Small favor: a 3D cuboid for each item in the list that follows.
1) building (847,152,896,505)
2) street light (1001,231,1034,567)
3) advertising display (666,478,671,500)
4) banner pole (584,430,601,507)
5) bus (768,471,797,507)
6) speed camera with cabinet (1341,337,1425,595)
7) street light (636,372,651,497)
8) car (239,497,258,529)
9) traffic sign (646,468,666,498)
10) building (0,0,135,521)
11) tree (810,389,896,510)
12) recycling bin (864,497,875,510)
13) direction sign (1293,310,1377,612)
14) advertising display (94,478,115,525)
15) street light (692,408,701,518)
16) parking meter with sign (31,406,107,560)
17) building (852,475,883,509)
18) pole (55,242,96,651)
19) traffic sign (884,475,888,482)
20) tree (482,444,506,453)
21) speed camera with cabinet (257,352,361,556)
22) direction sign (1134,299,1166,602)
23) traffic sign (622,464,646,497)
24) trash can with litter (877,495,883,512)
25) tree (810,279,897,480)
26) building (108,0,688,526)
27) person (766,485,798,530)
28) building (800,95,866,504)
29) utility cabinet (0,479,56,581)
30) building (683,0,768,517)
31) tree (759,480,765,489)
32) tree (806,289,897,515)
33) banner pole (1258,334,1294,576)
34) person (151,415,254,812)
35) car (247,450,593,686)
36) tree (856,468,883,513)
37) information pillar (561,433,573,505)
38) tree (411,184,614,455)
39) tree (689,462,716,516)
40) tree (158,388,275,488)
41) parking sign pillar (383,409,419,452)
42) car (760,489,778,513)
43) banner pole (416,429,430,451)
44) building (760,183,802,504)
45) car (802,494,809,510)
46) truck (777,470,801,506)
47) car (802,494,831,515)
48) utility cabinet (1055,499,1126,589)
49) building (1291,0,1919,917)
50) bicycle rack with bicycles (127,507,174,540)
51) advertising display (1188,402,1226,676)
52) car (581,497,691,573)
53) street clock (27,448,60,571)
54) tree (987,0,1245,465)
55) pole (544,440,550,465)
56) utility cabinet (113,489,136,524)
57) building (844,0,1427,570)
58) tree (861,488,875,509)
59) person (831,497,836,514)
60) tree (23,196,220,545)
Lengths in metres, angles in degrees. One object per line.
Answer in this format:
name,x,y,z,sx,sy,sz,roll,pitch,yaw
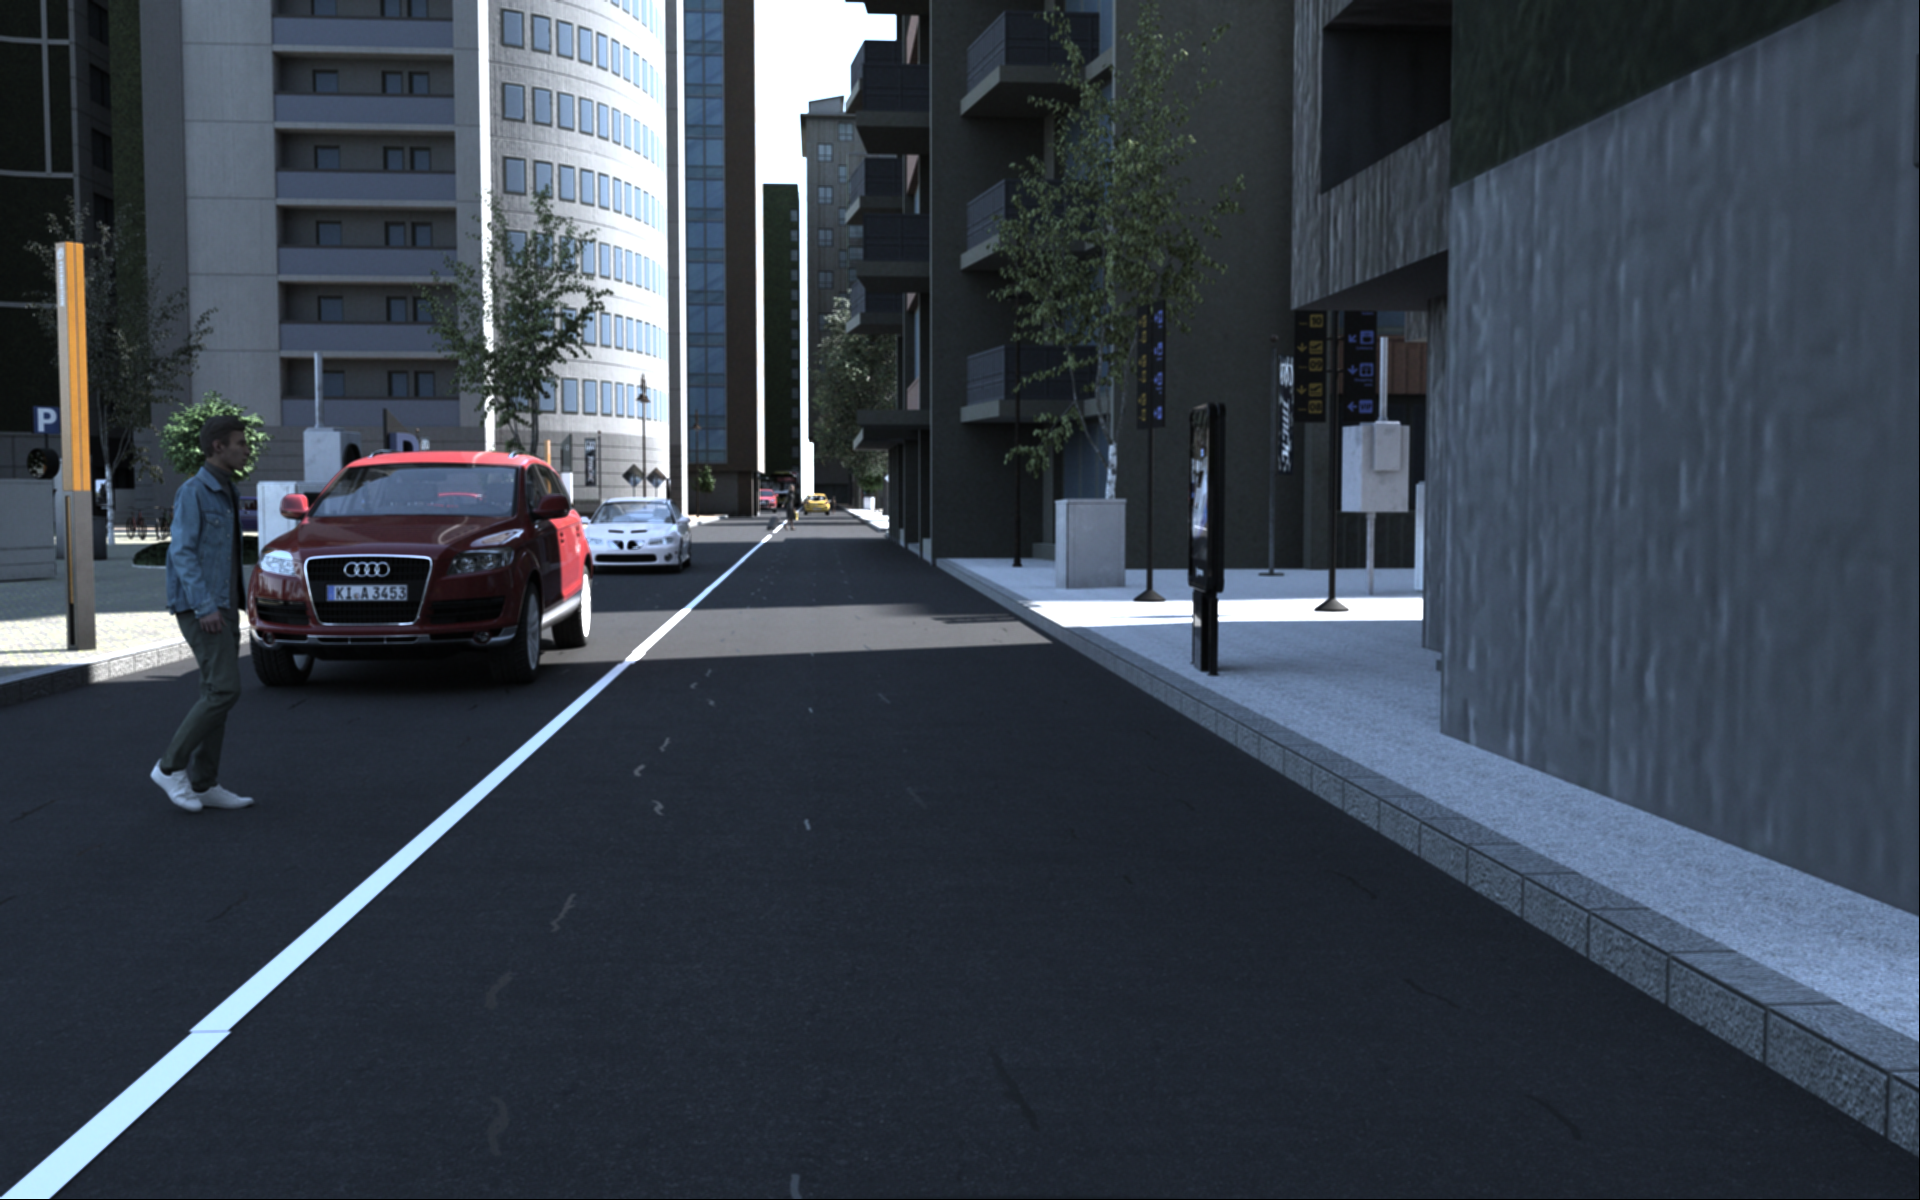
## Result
building,-6.650,-32.214,210.292,14.154,41.232,14.086,0,4,-5
street light,1.012,-3.525,30.428,0.468,5.910,1.993,0,4,-5
advertising display,-11.918,-4.013,70.825,0.123,1.923,0.974,0,4,-6
banner pole,-14.405,-4.786,68.275,0.863,3.779,0.401,1,4,13
bus,-19.334,-12.119,189.699,2.896,3.916,12.252,0,4,-4
speed camera with cabinet,5.953,-1.708,22.258,2.038,3.252,0.660,-1,4,-15
street light,-12.024,-5.696,65.923,0.468,5.910,1.993,0,4,-5
car,-24.886,-2.996,61.569,3.894,1.354,1.945,0,4,-3
traffic sign,-11.533,-3.800,65.773,0.795,2.450,0.064,0,4,-5
building,-47.032,-38.746,71.756,20.611,71.187,20.563,0,4,-5
tree,-8.408,-13.217,141.847,9.928,11.665,9.643,0,3,0
recycling bin,-7.264,-7.730,138.932,0.722,1.027,0.722,2,4,24
direction sign,4.079,-1.645,18.896,0.876,3.537,0.379,1,4,8
advertising display,-35.119,-4.032,71.135,0.974,1.923,0.123,1,4,22
street light,-14.181,-7.380,93.458,0.468,5.910,1.993,0,4,-5
parking meter with sign,-17.452,-2.310,34.037,1.738,3.016,0.543,2,4,31
building,3.799,-19.613,165.709,27.650,21.520,28.899,0,4,-5
pole,-7.233,-1.243,14.163,0.158,3.312,0.155,0,3,0
traffic sign,-2.517,-3.844,66.494,0.795,2.450,0.064,0,4,-5
tree,-17.936,-4.398,66.507,1.663,3.219,1.824,0,3,0
speed camera with cabinet,-8.828,-1.789,23.579,0.660,3.252,2.038,0,4,5
direction sign,2.270,-1.751,20.633,0.379,3.537,0.876,-1,4,-14
traffic sign,-10.876,-3.313,57.815,0.795,2.450,0.064,0,4,-5
trash can with litter,-5.009,-6.862,123.248,2.233,1.210,1.678,0,4,5
tree,-2.864,-10.246,84.527,9.611,12.733,9.660,0,3,0
building,-24.800,-33.026,81.976,21.231,58.520,28.212,0,4,-5
person,-7.017,-3.667,68.667,1.509,1.804,0.699,-3,5,-40
building,-7.965,-39.676,237.934,27.495,52.752,28.713,0,4,-5
utility cabinet,-13.994,-1.039,25.665,0.318,1.500,1.173,1,4,14
building,-19.928,-28.252,112.030,14.600,45.320,14.200,0,4,-5
tree,-23.541,-12.575,200.196,1.663,3.219,1.824,0,3,0
tree,-4.299,-12.061,103.858,9.857,13.997,8.962,0,3,0
banner pole,5.065,-2.285,27.382,0.401,3.779,0.863,3,5,41
person,-3.414,0.063,7.817,0.444,1.785,0.601,0,4,0
car,-4.381,-0.369,14.714,2.281,1.827,5.304,0,4,-5
tree,-6.406,-9.214,134.363,4.285,4.588,4.351,0,3,0
information pillar,-15.148,-4.612,66.765,0.504,3.616,0.183,2,4,27
tree,-10.301,-5.510,40.455,4.737,8.622,4.395,0,3,0
tree,-15.263,-6.703,104.192,1.663,3.219,1.824,0,3,0
tree,-23.122,-4.291,53.869,4.285,4.588,4.351,0,3,0
parking sign pillar,-17.742,-4.081,55.188,1.447,3.967,1.447,1,4,23
car,-15.087,-7.598,132.902,2.281,1.827,5.304,0,4,-6
banner pole,-20.670,-4.685,66.623,0.863,3.779,0.401,2,4,27
building,-28.110,-33.396,229.611,14.086,41.232,14.154,0,4,-5
car,-13.690,-9.237,160.810,2.009,1.686,4.222,0,4,-4
truck,-20.207,-13.154,203.986,2.839,4.237,11.283,0,4,-3
car,-9.876,-6.666,119.207,2.015,1.641,3.980,0,4,-6
utility cabinet,1.785,-0.769,23.731,1.020,1.237,0.306,-2,4,-34
building,9.400,-14.638,11.033,14.160,30.474,14.107,0,4,-5
bicycle rack with bicycles,-22.094,-2.181,49.037,2.852,0.926,2.925,-3,4,-36
advertising display,1.790,-0.453,12.620,0.123,1.923,0.974,0,4,0
car,-6.134,-1.259,32.946,2.083,1.381,4.827,0,4,-5
street clock,-14.514,-1.401,27.472,0.471,2.002,0.358,2,4,25
tree,2.240,-4.612,25.772,4.737,8.622,4.395,0,3,0
pole,-15.603,-4.387,65.571,0.158,3.312,0.155,0,3,0
utility cabinet,-35.580,-3.976,73.689,0.318,1.500,1.173,2,4,31
building,8.335,-23.708,42.245,22.147,44.769,28.867,0,4,-5
tree,-7.914,-9.414,148.512,1.663,3.219,1.824,0,3,0
person,-9.167,-6.845,125.084,0.362,1.253,0.373,0,4,-4
tree,-21.295,-5.706,43.657,4.360,8.622,3.978,0,3,0
